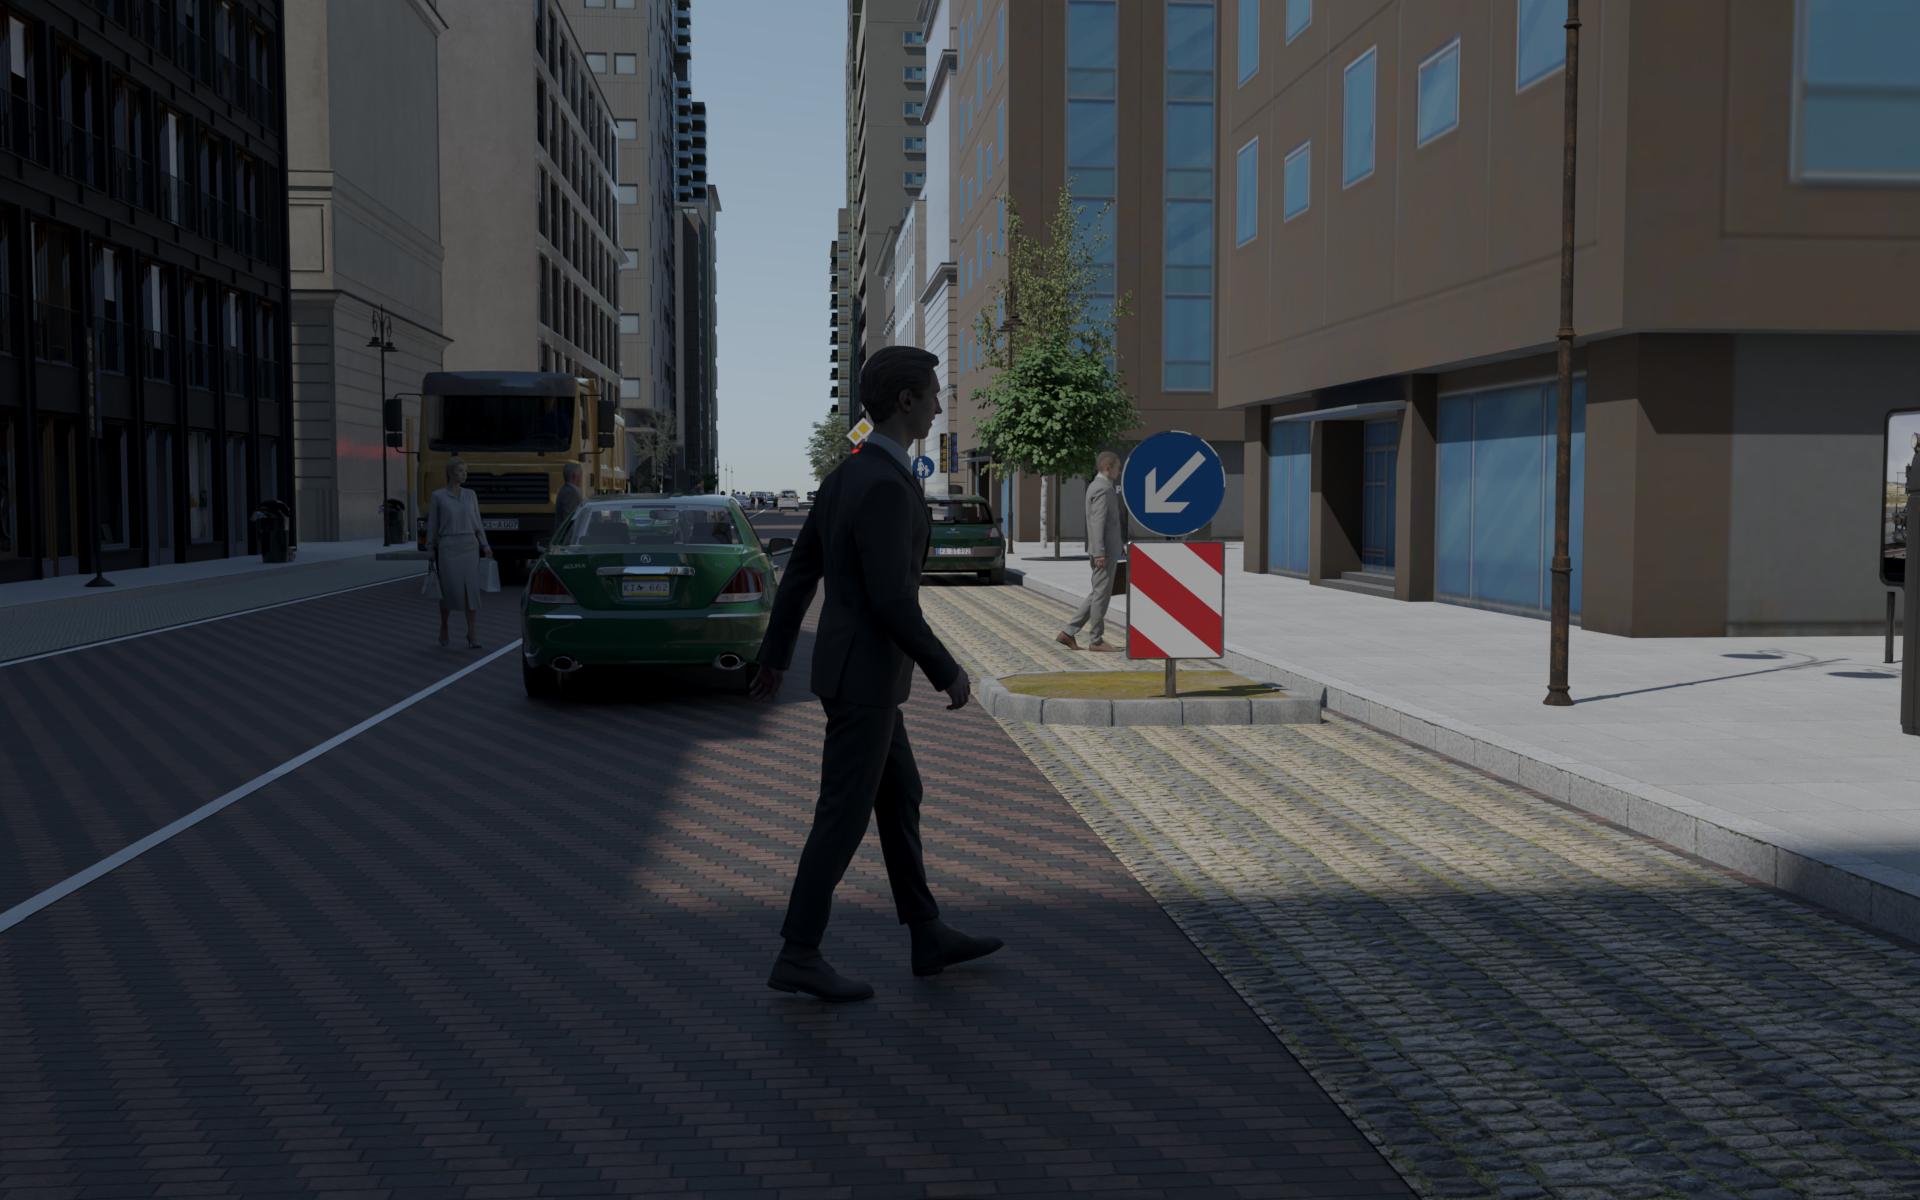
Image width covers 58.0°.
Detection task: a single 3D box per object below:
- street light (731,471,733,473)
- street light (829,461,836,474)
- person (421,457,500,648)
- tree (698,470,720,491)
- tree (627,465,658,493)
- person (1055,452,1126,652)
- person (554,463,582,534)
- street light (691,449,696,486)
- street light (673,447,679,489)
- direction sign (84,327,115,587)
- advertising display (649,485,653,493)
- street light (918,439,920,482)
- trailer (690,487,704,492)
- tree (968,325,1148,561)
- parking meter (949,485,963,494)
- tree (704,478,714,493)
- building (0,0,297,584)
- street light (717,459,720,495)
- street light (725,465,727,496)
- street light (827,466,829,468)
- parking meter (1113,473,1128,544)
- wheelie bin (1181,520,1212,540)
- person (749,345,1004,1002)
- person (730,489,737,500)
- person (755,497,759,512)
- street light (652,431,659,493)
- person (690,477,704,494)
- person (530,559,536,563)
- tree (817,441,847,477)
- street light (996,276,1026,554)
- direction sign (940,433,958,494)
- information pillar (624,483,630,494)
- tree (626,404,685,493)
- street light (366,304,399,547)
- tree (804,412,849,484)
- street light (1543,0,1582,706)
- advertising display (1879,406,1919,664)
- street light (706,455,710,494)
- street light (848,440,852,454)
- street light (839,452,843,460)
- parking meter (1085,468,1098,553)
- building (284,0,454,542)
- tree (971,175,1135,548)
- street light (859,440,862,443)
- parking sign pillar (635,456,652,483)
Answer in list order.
[{"bbox_3d":[-37.153,-18.924,282.194,0.468,5.910,1.993,0,4,-5],"label":"street light"},{"bbox_3d":[-14.246,-13.657,196.082,0.468,5.910,1.993,0,4,-5],"label":"street light"},{"bbox_3d":[-4.704,-0.455,16.290,0.694,1.780,0.624,-1,4,-20],"label":"person"},{"bbox_3d":[-32.364,-14.548,221.570,4.285,4.588,4.351,0,3,0],"label":"tree"},{"bbox_3d":[-21.382,-7.371,115.122,1.663,3.219,1.824,0,3,0],"label":"tree"},{"bbox_3d":[1.301,-0.429,15.634,0.853,1.813,0.709,0,4,-4],"label":"person"},{"bbox_3d":[-4.236,-0.628,19.162,0.834,1.777,0.661,-2,4,-28],"label":"person"},{"bbox_3d":[-26.580,-12.255,173.149,0.468,5.910,1.993,0,4,-5],"label":"street light"},{"bbox_3d":[-24.189,-10.675,147.323,0.468,5.910,1.993,0,4,-5],"label":"street light"},{"bbox_3d":[-11.937,-1.953,23.923,0.379,3.537,0.876,-1,4,-16],"label":"direction sign"},{"bbox_3d":[-20.919,-6.836,116.974,0.123,1.923,0.974,-2,4,-24],"label":"advertising display"},{"bbox_3d":[-1.491,-5.524,63.110,0.468,5.910,1.993,0,4,-5],"label":"street light"},{"bbox_3d":[-20.239,-7.709,133.088,1.471,1.999,3.904,0,4,-6],"label":"trailer"},{"bbox_3d":[1.961,-3.050,33.577,4.285,4.588,4.351,0,3,0],"label":"tree"},{"bbox_3d":[-0.106,-2.308,46.140,0.372,1.533,0.369,0,3,0],"label":"parking meter"},{"bbox_3d":[-30.106,-13.143,209.487,1.663,3.219,1.824,0,3,0],"label":"tree"},{"bbox_3d":[-20.264,-12.238,29.762,12.332,23.373,15.834,0,4,-5],"label":"building"},{"bbox_3d":[-32.093,-15.746,230.236,0.468,5.910,1.993,0,4,-5],"label":"street light"},{"bbox_3d":[-34.592,-17.345,256.384,0.468,5.910,1.993,0,4,-5],"label":"street light"},{"bbox_3d":[-16.793,-15.273,222.504,0.468,5.910,1.993,0,4,-5],"label":"street light"},{"bbox_3d":[4.145,-2.377,44.568,0.399,1.863,0.255,1,4,23],"label":"parking meter"},{"bbox_3d":[5.465,-1.981,40.296,0.980,1.594,0.693,-1,4,-13],"label":"wheelie bin"},{"bbox_3d":[-0.197,0.200,5.000,0.755,1.850,0.659,-1,4,-17],"label":"person"},{"bbox_3d":[-16.675,-7.277,127.698,0.478,1.798,0.641,2,4,30],"label":"person"},{"bbox_3d":[-16.070,-7.575,137.373,0.382,1.210,0.505,-2,4,-24],"label":"person"},{"bbox_3d":[-21.868,-9.291,124.698,0.468,5.910,1.993,0,4,-5],"label":"street light"},{"bbox_3d":[-6.327,-2.086,42.418,0.447,1.846,0.655,1,4,14],"label":"person"},{"bbox_3d":[-9.004,-1.642,35.768,0.576,1.772,0.534,0,4,-3],"label":"person"},{"bbox_3d":[-16.905,-17.219,231.896,4.360,8.622,3.978,0,3,0],"label":"tree"},{"bbox_3d":[1.081,-3.923,36.932,0.468,5.910,1.993,0,4,-5],"label":"street light"},{"bbox_3d":[-0.412,-4.424,64.331,0.876,3.537,0.379,3,5,41],"label":"direction sign"},{"bbox_3d":[-21.512,-6.574,111.974,0.304,2.012,0.304,1,4,14],"label":"information pillar"},{"bbox_3d":[-23.980,-11.450,137.573,4.360,8.622,3.978,0,3,0],"label":"tree"},{"bbox_3d":[-14.041,-4.247,42.227,0.468,5.910,1.993,0,4,-5],"label":"street light"},{"bbox_3d":[-17.652,-19.600,238.589,7.486,12.596,7.792,0,3,0],"label":"tree"},{"bbox_3d":[3.646,-2.299,10.374,0.468,5.910,1.993,0,4,-5],"label":"street light"},{"bbox_3d":[7.095,-0.455,12.659,0.123,1.923,0.974,0,4,-7],"label":"advertising display"},{"bbox_3d":[-29.097,-13.873,199.602,0.468,5.910,1.993,0,4,-5],"label":"street light"},{"bbox_3d":[-9.183,-10.552,145.307,0.468,5.910,1.993,0,4,-5],"label":"street light"},{"bbox_3d":[-11.676,-12.060,169.968,0.468,5.910,1.993,0,4,-5],"label":"street light"},{"bbox_3d":[2.910,-1.976,38.012,0.255,1.863,0.399,1,4,22],"label":"parking meter"},{"bbox_3d":[-31.456,-13.346,51.486,30.059,22.955,16.112,0,4,-5],"label":"building"},{"bbox_3d":[2.018,-5.535,40.867,4.737,8.622,4.395,0,3,0],"label":"tree"},{"bbox_3d":[-6.841,-8.968,119.412,0.468,5.910,1.993,0,4,-5],"label":"street light"},{"bbox_3d":[-22.187,-8.122,121.268,1.447,3.967,1.447,2,4,35],"label":"parking sign pillar"}]
